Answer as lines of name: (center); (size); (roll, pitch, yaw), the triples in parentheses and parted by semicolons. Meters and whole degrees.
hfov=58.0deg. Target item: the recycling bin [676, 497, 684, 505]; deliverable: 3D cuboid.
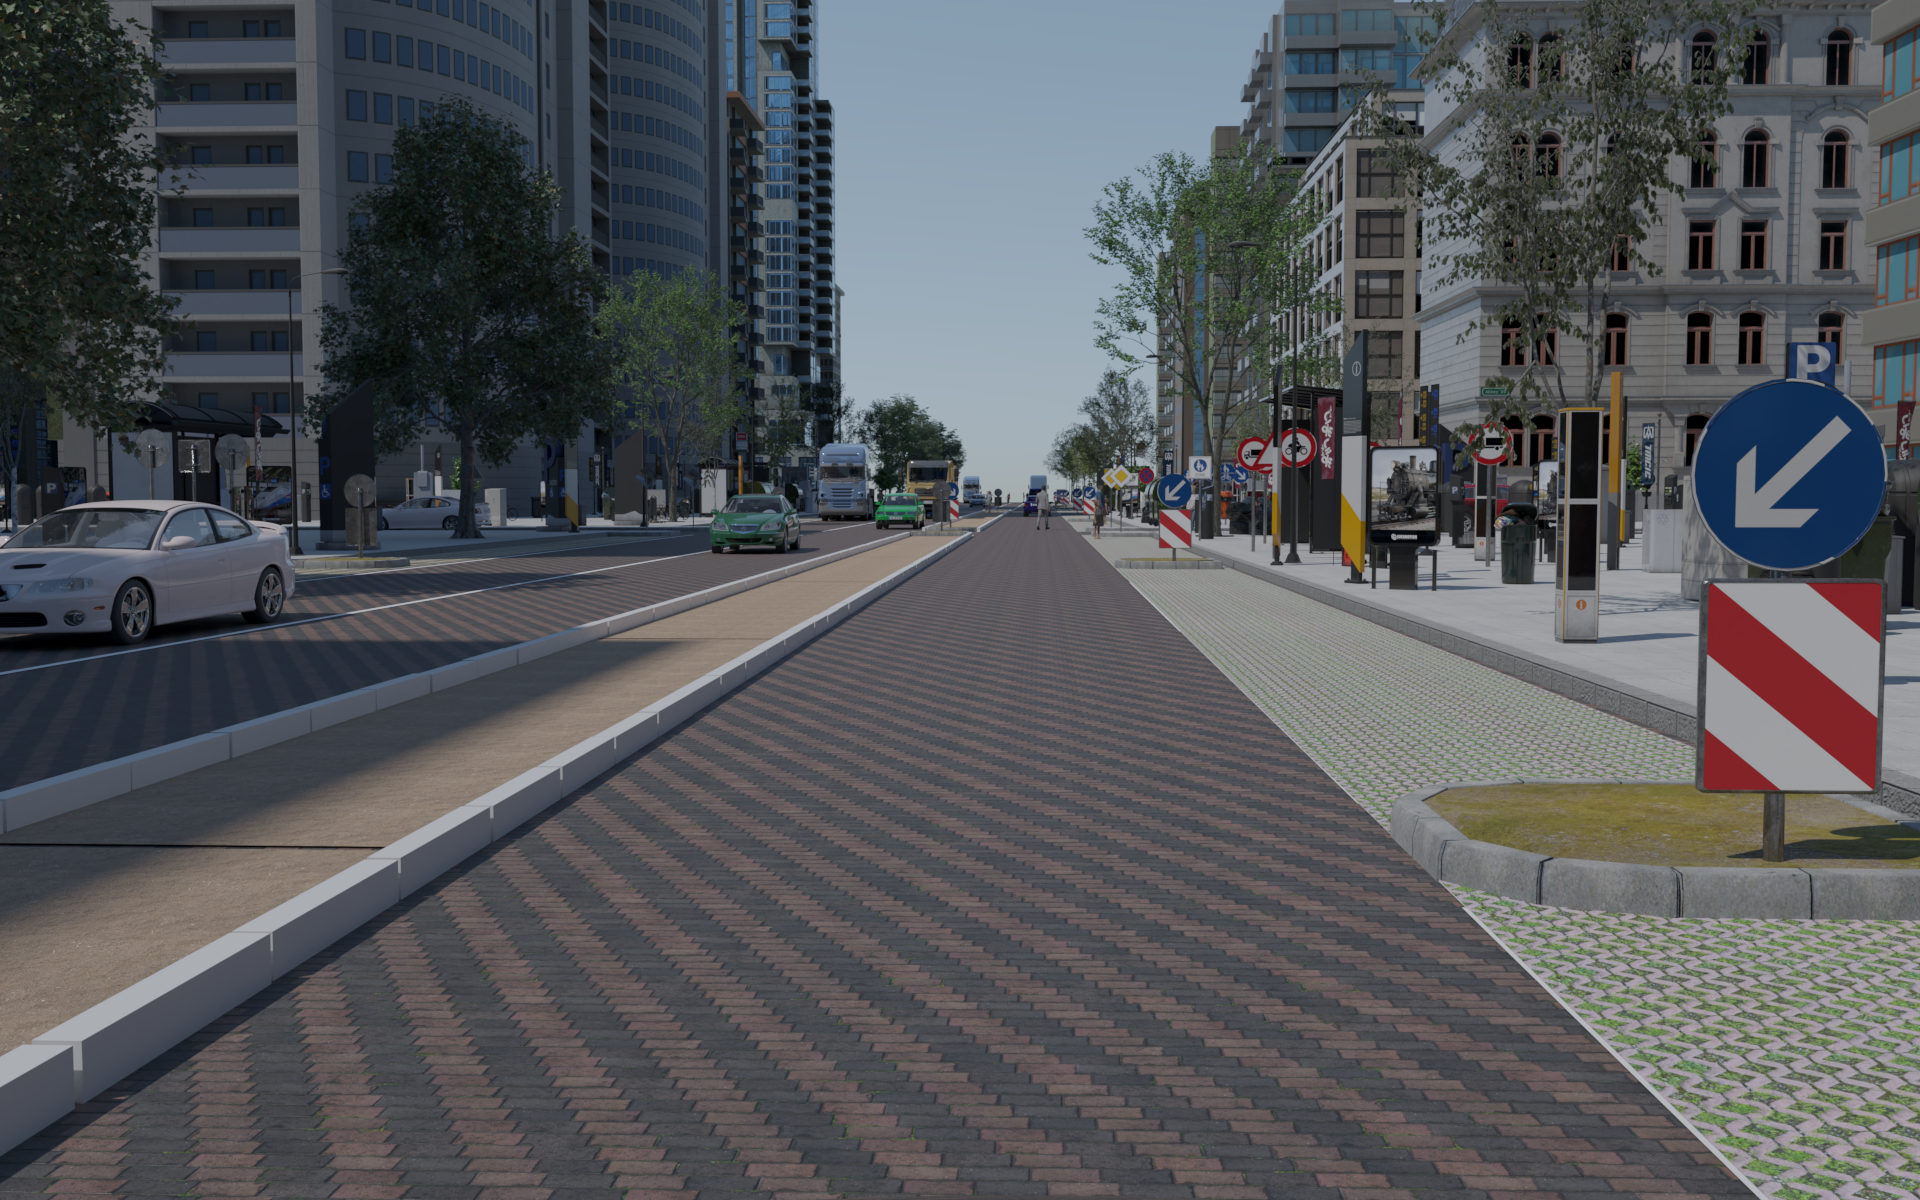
recycling bin: (-21.265, -7.242, 130.964); (0.722, 1.027, 0.722); (-3, 5, -42)

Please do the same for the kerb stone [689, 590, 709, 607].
kerb stone: (-3.396, 0.006, 22.101); (0.120, 0.150, 1.000); (0, 4, 3)

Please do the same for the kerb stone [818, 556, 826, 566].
kerb stone: (-2.838, -0.746, 34.390); (0.120, 0.150, 1.000); (0, 4, 3)

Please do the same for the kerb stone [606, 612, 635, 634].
kerb stone: (-3.584, 0.256, 18.013); (0.120, 0.150, 1.000); (0, 4, 3)

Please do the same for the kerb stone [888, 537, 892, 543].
kerb stone: (-2.140, -1.681, 49.748); (0.120, 0.150, 1.000); (0, 4, 3)

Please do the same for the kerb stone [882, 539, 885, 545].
kerb stone: (-2.234, -1.559, 47.692); (0.120, 0.150, 1.000); (0, 4, 3)

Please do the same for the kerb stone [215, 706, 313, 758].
kerb stone: (-3.960, 0.756, 9.838); (0.120, 0.150, 1.000); (0, 4, 3)

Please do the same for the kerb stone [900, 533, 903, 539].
kerb stone: (-1.947, -1.936, 53.842); (0.120, 0.150, 1.000); (0, 4, 3)

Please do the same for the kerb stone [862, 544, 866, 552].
kerb stone: (-2.471, -1.246, 42.572); (0.120, 0.150, 1.000); (0, 4, 3)

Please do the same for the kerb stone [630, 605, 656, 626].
kerb stone: (-3.542, 0.193, 19.036); (0.120, 0.150, 1.000); (0, 4, 3)

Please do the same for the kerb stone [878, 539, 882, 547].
kerb stone: (-2.281, -1.497, 46.667); (0.120, 0.150, 1.000); (0, 4, 3)

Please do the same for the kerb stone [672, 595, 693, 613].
kerb stone: (-3.443, 0.068, 21.080); (0.120, 0.150, 1.000); (0, 4, 3)

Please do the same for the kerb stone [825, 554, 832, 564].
kerb stone: (-2.795, -0.807, 35.412); (0.120, 0.150, 1.000); (0, 4, 3)

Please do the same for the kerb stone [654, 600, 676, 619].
kerb stone: (-3.488, 0.131, 20.059); (0.120, 0.150, 1.000); (0, 4, 3)

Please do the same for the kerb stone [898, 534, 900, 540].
kerb stone: (-1.995, -1.863, 52.819); (0.120, 0.150, 1.000); (0, 4, 3)

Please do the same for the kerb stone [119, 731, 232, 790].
kerb stone: (-4.012, 0.822, 8.815); (0.120, 0.150, 1.000); (0, 4, 3)

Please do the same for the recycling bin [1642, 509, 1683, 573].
recycling bin: (11.608, -0.966, 28.342); (0.722, 1.027, 0.722); (1, 4, 10)

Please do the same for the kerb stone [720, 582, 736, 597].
kerb stone: (-3.307, -0.119, 24.146); (0.120, 0.150, 1.000); (0, 4, 3)

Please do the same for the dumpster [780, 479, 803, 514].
dumpster: (-11.111, -6.748, 112.827); (1.502, 2.255, 1.985); (0, 4, 3)

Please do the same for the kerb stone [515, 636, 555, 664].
kerb stone: (-3.719, 0.449, 14.948); (0.120, 0.150, 1.000); (0, 4, 3)

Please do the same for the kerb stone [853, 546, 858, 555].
kerb stone: (-2.560, -1.118, 40.527); (0.120, 0.150, 1.000); (0, 4, 3)

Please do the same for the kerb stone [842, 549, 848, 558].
kerb stone: (-2.650, -0.996, 38.479); (0.120, 0.150, 1.000); (0, 4, 3)

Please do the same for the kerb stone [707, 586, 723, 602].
kerb stone: (-3.346, -0.057, 23.122); (0.120, 0.150, 1.000); (0, 4, 3)

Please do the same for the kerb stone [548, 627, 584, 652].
kerb stone: (-3.681, 0.386, 15.970); (0.120, 0.150, 1.000); (0, 4, 3)

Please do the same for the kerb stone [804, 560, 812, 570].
kerb stone: (-2.931, -0.620, 32.348); (0.120, 0.150, 1.000); (0, 4, 3)

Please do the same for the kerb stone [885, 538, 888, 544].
kerb stone: (-2.188, -1.622, 48.713); (0.120, 0.150, 1.000); (0, 4, 3)

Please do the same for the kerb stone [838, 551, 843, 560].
kerb stone: (-2.701, -0.933, 37.458); (0.120, 0.150, 1.000); (0, 4, 3)

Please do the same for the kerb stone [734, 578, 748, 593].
kerb stone: (-3.262, -0.182, 25.170); (0.120, 0.150, 1.000); (0, 4, 3)

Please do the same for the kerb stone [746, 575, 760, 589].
kerb stone: (-3.210, -0.244, 26.198); (0.120, 0.150, 1.000); (0, 4, 3)

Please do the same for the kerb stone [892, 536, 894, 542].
kerb stone: (-2.098, -1.748, 50.769); (0.120, 0.150, 1.000); (0, 4, 3)

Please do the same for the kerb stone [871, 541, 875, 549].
kerb stone: (-2.366, -1.368, 44.614); (0.120, 0.150, 1.000); (0, 4, 3)

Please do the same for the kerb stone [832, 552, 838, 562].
kerb stone: (-2.744, -0.871, 36.436); (0.120, 0.150, 1.000); (0, 4, 3)

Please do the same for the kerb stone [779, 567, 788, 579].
kerb stone: (-3.079, -0.430, 29.271); (0.120, 0.150, 1.000); (0, 4, 3)

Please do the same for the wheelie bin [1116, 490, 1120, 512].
wheelie bin: (11.766, -7.191, 125.487); (0.980, 1.594, 0.693); (1, 4, 13)

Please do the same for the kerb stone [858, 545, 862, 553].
kerb stone: (-2.521, -1.184, 41.549); (0.120, 0.150, 1.000); (0, 4, 3)

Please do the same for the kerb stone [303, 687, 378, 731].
kerb stone: (-3.914, 0.694, 10.859); (0.120, 0.150, 1.000); (0, 4, 3)

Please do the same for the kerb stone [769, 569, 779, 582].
kerb stone: (-3.121, -0.370, 28.250); (0.120, 0.150, 1.000); (0, 4, 3)

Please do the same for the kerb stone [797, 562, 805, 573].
kerb stone: (-2.981, -0.558, 31.325); (0.120, 0.150, 1.000); (0, 4, 3)

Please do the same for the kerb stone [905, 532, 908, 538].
kerb stone: (-1.859, -2.057, 55.885); (0.120, 0.150, 1.000); (0, 4, 3)

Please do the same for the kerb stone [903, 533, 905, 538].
kerb stone: (-1.908, -1.997, 54.864); (0.120, 0.150, 1.000); (0, 4, 3)

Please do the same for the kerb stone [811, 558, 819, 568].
kerb stone: (-2.889, -0.683, 33.369); (0.120, 0.150, 1.000); (0, 4, 3)

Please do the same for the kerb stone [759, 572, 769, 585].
kerb stone: (-3.173, -0.305, 27.220); (0.120, 0.150, 1.000); (0, 4, 3)

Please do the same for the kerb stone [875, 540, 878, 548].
kerb stone: (-2.324, -1.434, 45.635); (0.120, 0.150, 1.000); (0, 4, 3)

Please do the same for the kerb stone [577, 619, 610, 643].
kerb stone: (-3.641, 0.318, 16.991); (0.120, 0.150, 1.000); (0, 4, 3)

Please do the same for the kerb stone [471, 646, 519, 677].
kerb stone: (-3.774, 0.508, 13.927); (0.120, 0.150, 1.000); (0, 4, 3)

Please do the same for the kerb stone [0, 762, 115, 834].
kerb stone: (-4.052, 0.881, 7.793); (0.120, 0.150, 1.000); (0, 4, 3)

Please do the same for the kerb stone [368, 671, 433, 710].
kerb stone: (-3.870, 0.631, 11.883); (0.120, 0.150, 1.000); (0, 4, 3)

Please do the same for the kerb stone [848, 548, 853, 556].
kerb stone: (-2.610, -1.058, 39.500); (0.120, 0.150, 1.000); (0, 4, 3)

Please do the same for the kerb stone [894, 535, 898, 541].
kerb stone: (-2.043, -1.810, 51.790); (0.120, 0.150, 1.000); (0, 4, 3)

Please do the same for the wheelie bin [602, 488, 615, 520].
wheelie bin: (-17.279, -4.749, 85.554); (0.693, 1.594, 0.980); (2, 4, 35)

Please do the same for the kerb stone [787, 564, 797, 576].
kerb stone: (-3.020, -0.496, 30.304); (0.120, 0.150, 1.000); (0, 4, 3)

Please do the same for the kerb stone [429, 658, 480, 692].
kerb stone: (-3.815, 0.577, 12.906); (0.120, 0.150, 1.000); (0, 4, 3)

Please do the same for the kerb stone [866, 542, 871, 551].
kerb stone: (-2.419, -1.309, 43.593); (0.120, 0.150, 1.000); (0, 4, 3)

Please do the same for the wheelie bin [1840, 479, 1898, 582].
wheelie bin: (8.486, -0.526, 16.502); (0.693, 1.594, 0.980); (1, 4, 12)

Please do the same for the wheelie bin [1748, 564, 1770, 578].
wheelie bin: (11.211, -1.004, 24.321); (0.693, 1.594, 0.980); (2, 4, 29)
